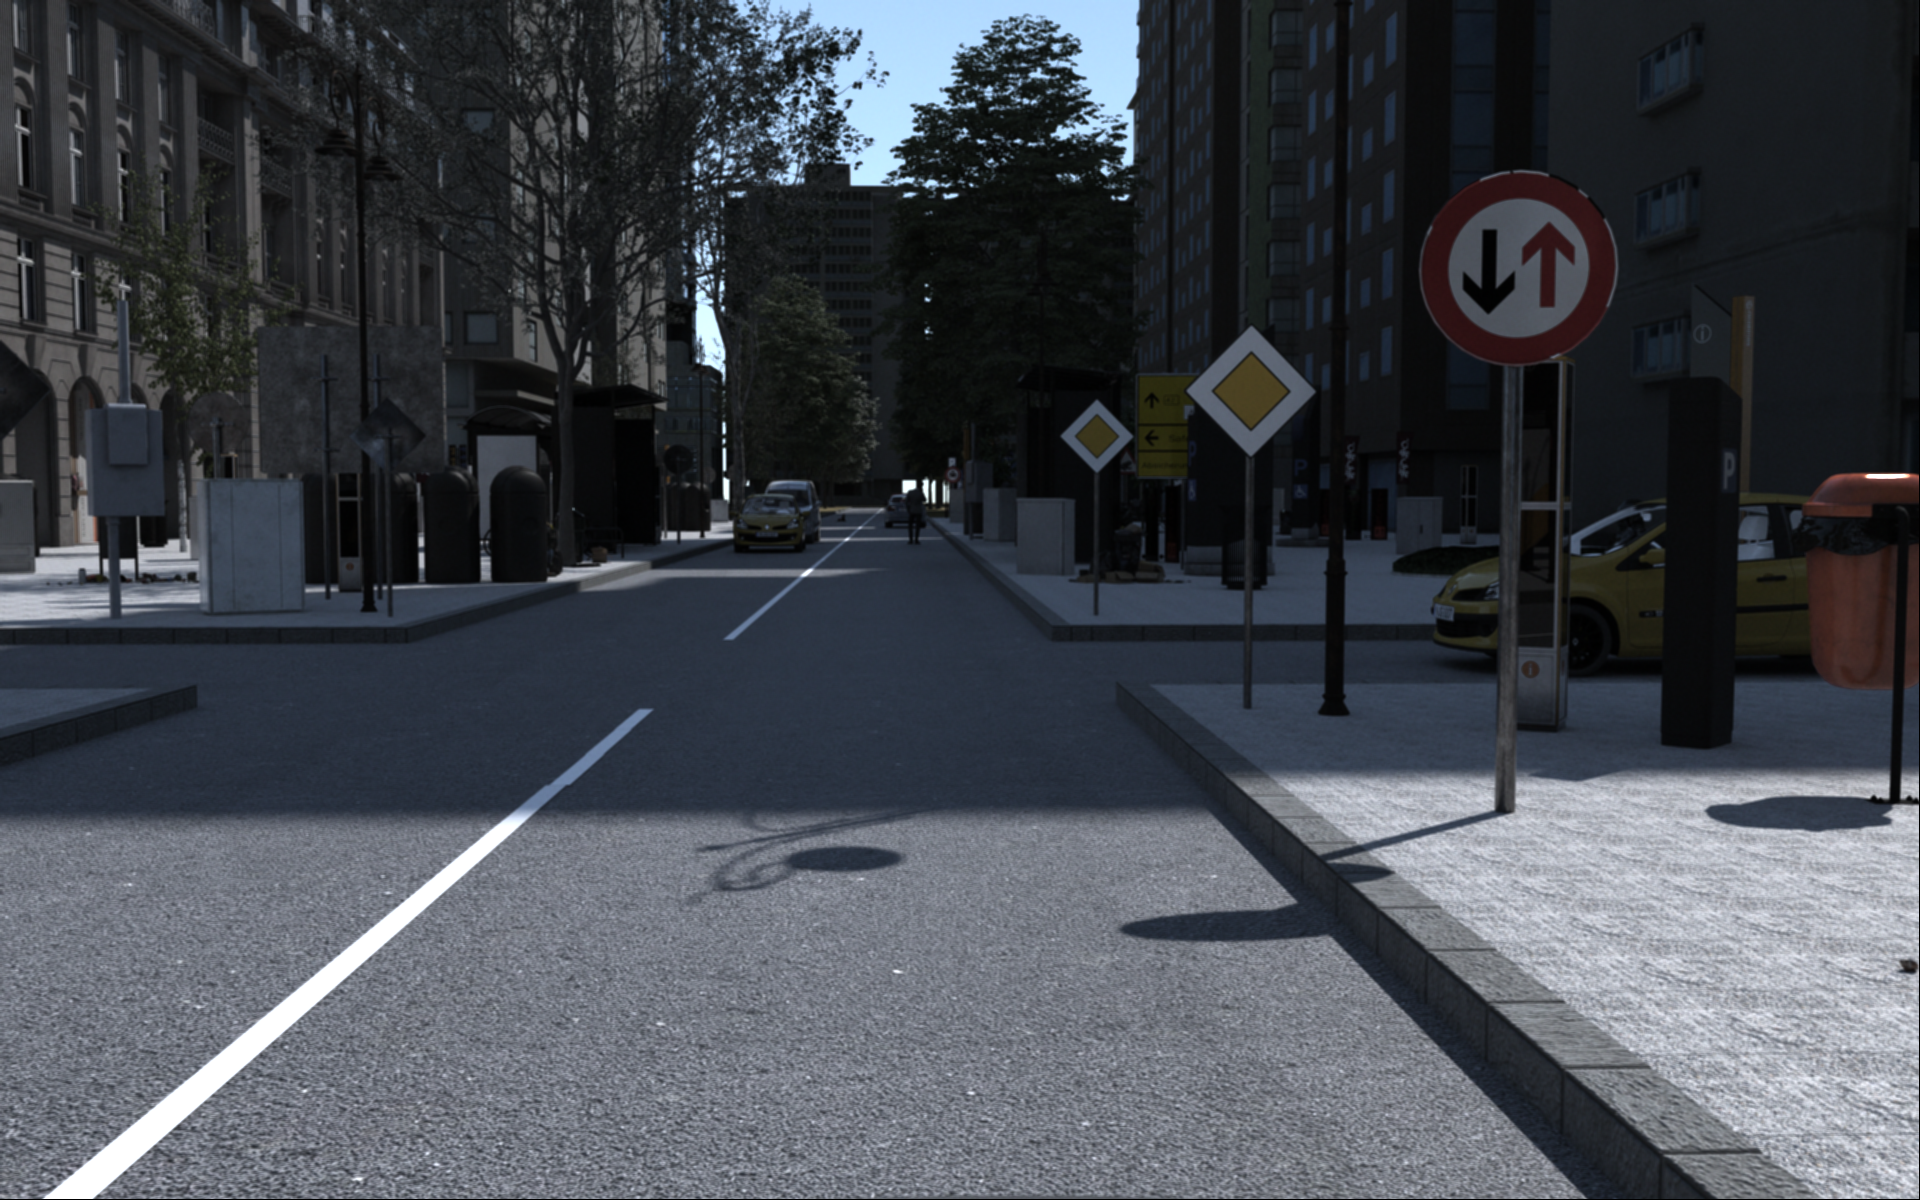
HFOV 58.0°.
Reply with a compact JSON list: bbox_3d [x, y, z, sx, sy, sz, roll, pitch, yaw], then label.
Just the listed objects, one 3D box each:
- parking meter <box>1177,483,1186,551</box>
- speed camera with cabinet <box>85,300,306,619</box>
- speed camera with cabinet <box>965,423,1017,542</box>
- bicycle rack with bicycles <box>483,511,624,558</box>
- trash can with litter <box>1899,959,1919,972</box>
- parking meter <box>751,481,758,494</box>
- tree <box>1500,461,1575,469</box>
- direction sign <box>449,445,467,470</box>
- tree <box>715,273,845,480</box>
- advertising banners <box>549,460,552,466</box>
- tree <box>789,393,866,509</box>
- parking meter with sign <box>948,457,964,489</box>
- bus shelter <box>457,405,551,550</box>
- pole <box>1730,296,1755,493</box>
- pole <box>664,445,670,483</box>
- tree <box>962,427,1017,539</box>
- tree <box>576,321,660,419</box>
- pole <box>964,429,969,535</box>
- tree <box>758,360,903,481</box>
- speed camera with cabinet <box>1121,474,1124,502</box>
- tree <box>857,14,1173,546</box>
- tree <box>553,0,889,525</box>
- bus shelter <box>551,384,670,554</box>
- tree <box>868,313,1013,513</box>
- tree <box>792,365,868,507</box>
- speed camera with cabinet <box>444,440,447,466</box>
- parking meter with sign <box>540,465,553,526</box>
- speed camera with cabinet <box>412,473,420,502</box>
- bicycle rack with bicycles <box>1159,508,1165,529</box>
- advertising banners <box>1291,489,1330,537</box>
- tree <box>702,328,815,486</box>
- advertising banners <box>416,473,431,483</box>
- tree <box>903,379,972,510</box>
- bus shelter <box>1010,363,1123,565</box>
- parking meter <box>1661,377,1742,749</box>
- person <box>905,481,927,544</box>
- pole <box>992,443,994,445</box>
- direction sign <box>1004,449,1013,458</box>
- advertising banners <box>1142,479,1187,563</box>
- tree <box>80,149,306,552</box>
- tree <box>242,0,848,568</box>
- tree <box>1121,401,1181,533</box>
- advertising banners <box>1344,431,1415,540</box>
[{"bbox_3d":[5.065,-1.876,39.086,0.372,1.533,0.369,0,3,0],"label":"parking meter"},{"bbox_3d":[-8.075,-1.466,18.308,2.038,3.252,0.660,-2,4,-33],"label":"speed camera with cabinet"},{"bbox_3d":[0.854,-3.264,47.703,0.660,3.252,2.038,-2,4,-27],"label":"speed camera with cabinet"},{"bbox_3d":[-8.151,-1.322,35.003,2.925,0.926,2.852,-2,4,-28],"label":"bicycle rack with bicycles"},{"bbox_3d":[3.785,0.391,4.665,2.233,1.210,1.678,2,4,26],"label":"trash can with litter"},{"bbox_3d":[-9.436,-4.522,79.642,0.255,1.863,0.399,-1,4,-17],"label":"parking meter"},{"bbox_3d":[13.535,-2.854,41.260,1.663,3.219,1.824,0,3,0],"label":"tree"},{"bbox_3d":[-23.070,-5.360,79.634,0.876,3.537,0.379,1,4,15],"label":"direction sign"},{"bbox_3d":[-8.556,-10.465,89.230,7.486,12.596,7.792,0,3,0],"label":"tree"},{"bbox_3d":[-21.769,-5.720,89.702,2.074,3.025,0.090,0,4,4],"label":"advertising banners"},{"bbox_3d":[-12.048,-13.305,151.948,8.767,10.594,7.601,2,4,24],"label":"tree"},{"bbox_3d":[0.262,-5.309,83.064,1.738,3.016,0.543,-3,5,-43],"label":"parking meter with sign"},{"bbox_3d":[-10.512,-2.954,42.217,2.014,3.302,5.546,0,4,-2],"label":"bus shelter"},{"bbox_3d":[8.076,-1.474,17.950,0.158,3.312,0.155,0,3,0],"label":"pole"},{"bbox_3d":[-12.121,-4.765,71.746,0.158,3.312,0.155,0,3,0],"label":"pole"},{"bbox_3d":[0.775,-3.407,50.309,1.663,3.219,1.824,0,3,0],"label":"tree"},{"bbox_3d":[-14.883,-7.569,74.123,4.360,8.622,3.978,0,3,0],"label":"tree"},{"bbox_3d":[0.207,-3.709,54.493,0.158,3.312,0.155,0,3,0],"label":"pole"},{"bbox_3d":[-11.269,-12.513,130.336,9.928,11.665,9.643,0,3,0],"label":"tree"},{"bbox_3d":[3.896,-3.312,48.488,0.660,3.252,2.038,-1,4,-21],"label":"speed camera with cabinet"},{"bbox_3d":[1.156,-7.572,41.926,7.486,12.596,7.792,0,3,0],"label":"tree"},{"bbox_3d":[-9.314,-12.593,61.781,12.611,20.169,13.585,0,3,0],"label":"tree"},{"bbox_3d":[-7.971,-2.981,40.016,1.731,3.624,6.357,0,4,-2],"label":"bus shelter"},{"bbox_3d":[-0.584,-12.933,118.105,9.857,13.997,8.962,0,3,0],"label":"tree"},{"bbox_3d":[-12.442,-16.023,168.634,9.857,13.997,8.962,0,3,0],"label":"tree"},{"bbox_3d":[-18.528,-4.195,62.926,0.660,3.252,2.038,-1,4,-13],"label":"speed camera with cabinet"},{"bbox_3d":[-11.063,-3.008,45.436,1.738,3.016,0.543,0,4,-4],"label":"parking meter with sign"},{"bbox_3d":[-17.311,-3.527,52.004,2.038,3.252,0.660,0,4,-8],"label":"speed camera with cabinet"},{"bbox_3d":[8.184,-3.080,63.733,2.925,0.926,2.852,2,4,23],"label":"bicycle rack with bicycles"},{"bbox_3d":[10.942,-3.401,51.796,2.074,3.025,0.090,0,4,-5],"label":"advertising banners"},{"bbox_3d":[-9.284,-7.685,76.016,4.360,8.622,3.978,0,3,0],"label":"tree"},{"bbox_3d":[-13.524,-2.771,41.492,2.074,3.025,0.090,-3,5,-41],"label":"advertising banners"},{"bbox_3d":[-2.320,-13.163,140.975,9.928,11.665,9.643,0,3,0],"label":"tree"},{"bbox_3d":[2.039,-2.630,34.284,1.731,3.624,6.357,0,4,-2],"label":"bus shelter"},{"bbox_3d":[3.793,-0.192,8.858,0.255,1.863,0.399,3,5,42],"label":"parking meter"},{"bbox_3d":[-1.277,-2.507,49.673,0.592,1.802,0.473,1,4,20],"label":"person"},{"bbox_3d":[1.191,-4.360,65.135,0.158,3.312,0.155,0,3,0],"label":"pole"},{"bbox_3d":[2.407,-5.851,87.656,0.379,3.537,0.876,3,5,41],"label":"direction sign"},{"bbox_3d":[3.959,-2.211,32.339,0.090,3.025,2.074,-2,4,-24],"label":"advertising banners"},{"bbox_3d":[-16.922,-5.363,38.044,4.737,8.622,4.395,0,3,0],"label":"tree"},{"bbox_3d":[-6.848,-7.320,30.048,12.009,13.543,11.850,0,3,0],"label":"tree"},{"bbox_3d":[6.123,-4.519,57.597,4.285,4.588,4.351,0,3,0],"label":"tree"},{"bbox_3d":[11.679,-3.188,48.305,2.074,3.025,0.090,-1,4,-9],"label":"advertising banners"}]
